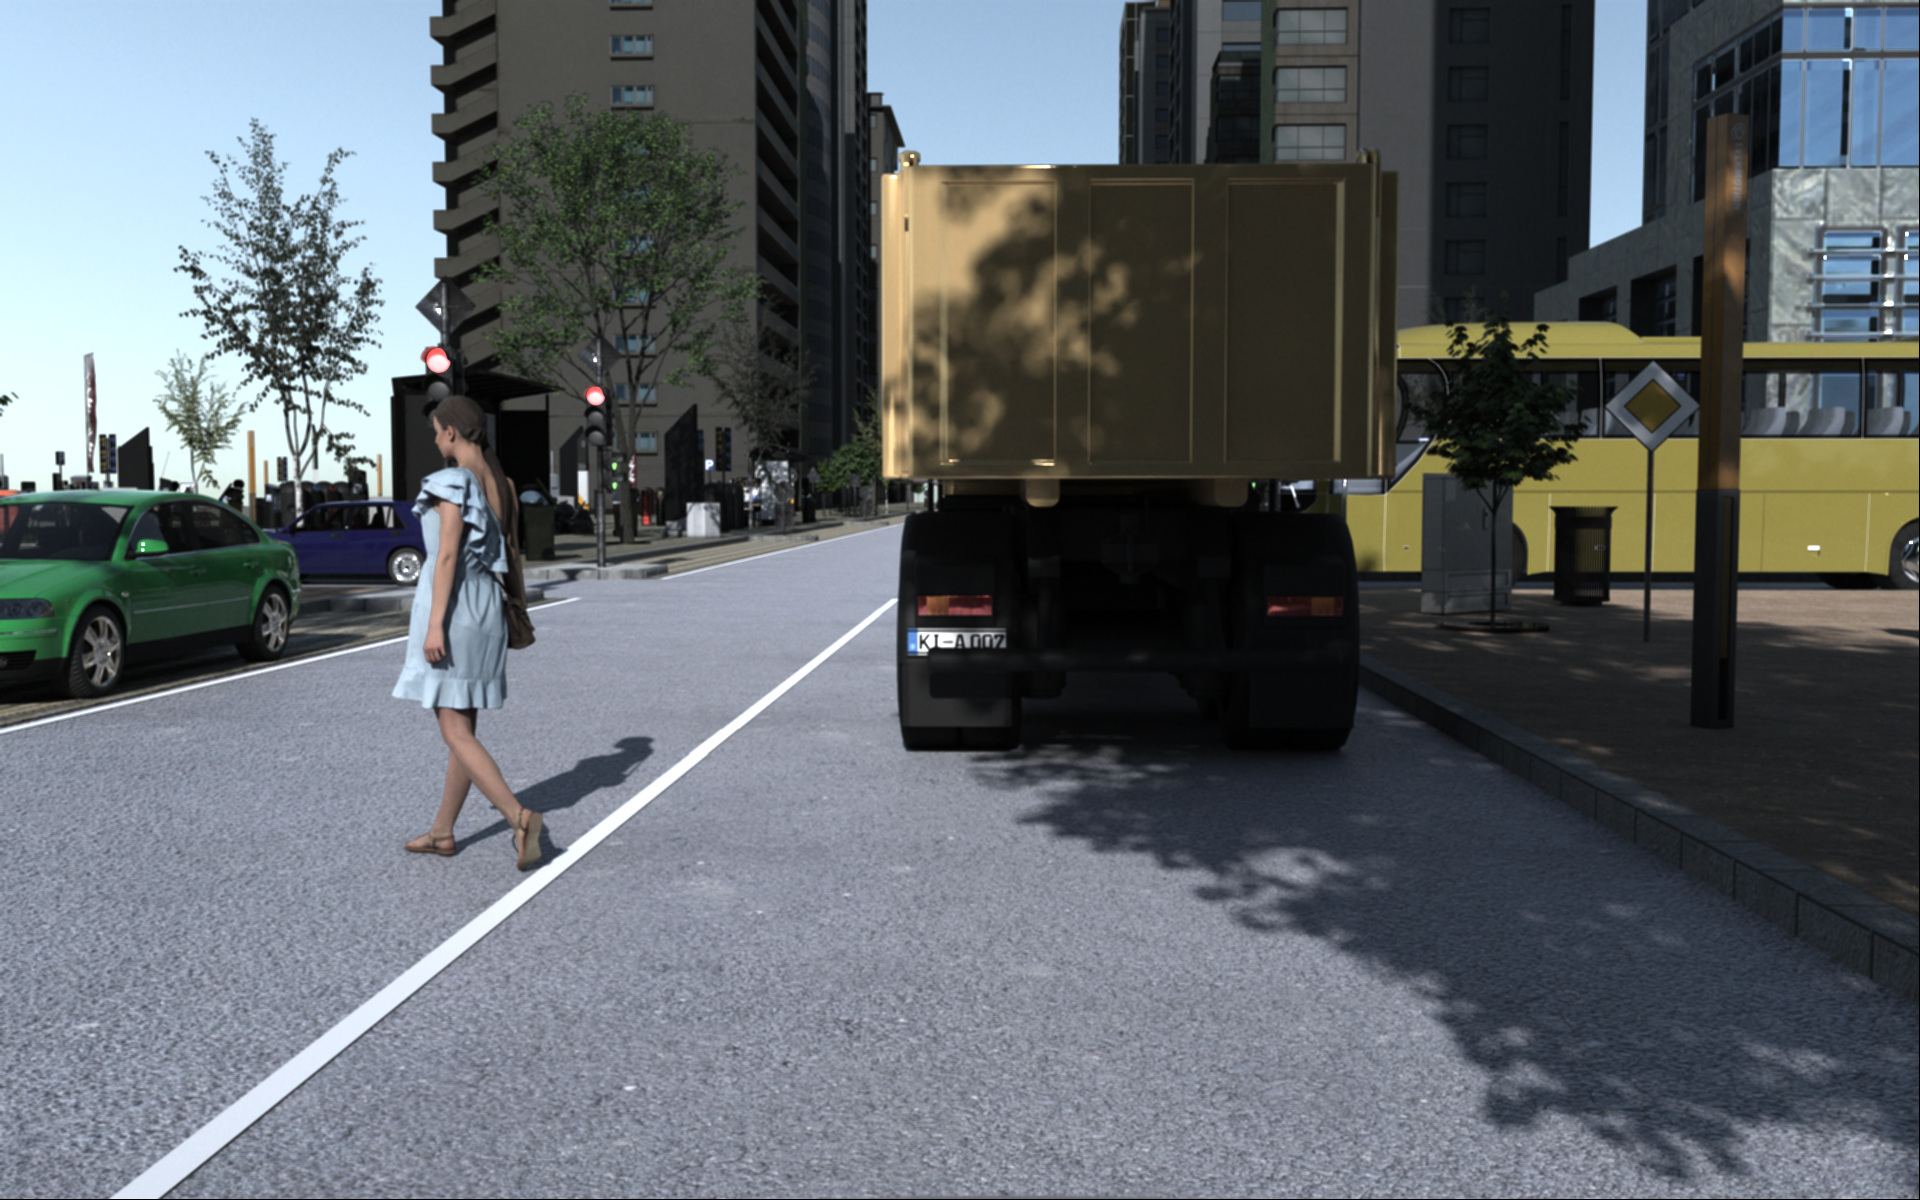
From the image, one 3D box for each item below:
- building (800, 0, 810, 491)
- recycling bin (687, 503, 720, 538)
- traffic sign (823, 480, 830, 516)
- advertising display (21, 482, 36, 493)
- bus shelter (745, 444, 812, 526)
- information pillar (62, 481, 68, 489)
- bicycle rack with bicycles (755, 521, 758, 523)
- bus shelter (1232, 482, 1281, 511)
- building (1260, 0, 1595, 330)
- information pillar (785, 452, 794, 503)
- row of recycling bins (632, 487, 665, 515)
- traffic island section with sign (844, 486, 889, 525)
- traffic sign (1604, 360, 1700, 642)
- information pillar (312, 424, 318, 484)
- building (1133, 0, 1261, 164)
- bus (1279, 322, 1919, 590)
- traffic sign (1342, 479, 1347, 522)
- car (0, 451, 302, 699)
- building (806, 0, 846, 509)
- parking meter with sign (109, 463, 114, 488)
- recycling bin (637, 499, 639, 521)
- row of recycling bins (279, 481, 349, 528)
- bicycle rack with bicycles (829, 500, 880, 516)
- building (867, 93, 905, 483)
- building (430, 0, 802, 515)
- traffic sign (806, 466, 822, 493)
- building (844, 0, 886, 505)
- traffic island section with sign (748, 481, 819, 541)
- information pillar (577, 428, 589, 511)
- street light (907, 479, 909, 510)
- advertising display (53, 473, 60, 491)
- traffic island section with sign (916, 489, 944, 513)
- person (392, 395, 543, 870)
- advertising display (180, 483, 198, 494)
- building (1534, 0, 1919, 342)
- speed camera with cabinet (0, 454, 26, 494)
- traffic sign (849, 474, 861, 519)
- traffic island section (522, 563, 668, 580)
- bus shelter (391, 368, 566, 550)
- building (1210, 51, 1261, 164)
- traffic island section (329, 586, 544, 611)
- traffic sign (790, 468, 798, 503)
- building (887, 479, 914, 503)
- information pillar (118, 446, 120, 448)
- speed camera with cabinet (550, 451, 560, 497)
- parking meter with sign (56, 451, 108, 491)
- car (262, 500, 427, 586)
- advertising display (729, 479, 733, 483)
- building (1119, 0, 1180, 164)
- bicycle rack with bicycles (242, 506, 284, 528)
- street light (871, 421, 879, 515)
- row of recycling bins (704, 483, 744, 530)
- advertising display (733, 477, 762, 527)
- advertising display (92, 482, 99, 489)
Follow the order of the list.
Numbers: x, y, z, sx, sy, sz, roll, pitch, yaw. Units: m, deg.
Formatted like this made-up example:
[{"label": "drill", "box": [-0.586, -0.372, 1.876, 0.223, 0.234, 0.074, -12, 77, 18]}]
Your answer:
[{"label": "building", "box": [-19.657, -27.636, 135.448, 14.154, 41.232, 14.086, 0, 4, 2]}, {"label": "recycling bin", "box": [-7.489, -2.326, 50.582, 0.722, 1.027, 0.722, 2, 4, 35]}, {"label": "traffic sign", "box": [-7.925, -6.132, 100.372, 0.768, 2.556, 0.104, 1, 4, 8]}, {"label": "advertising display", "box": [-48.547, -5.203, 90.286, 0.123, 1.923, 0.974, 0, 4, 7]}, {"label": "bus shelter", "box": [-7.519, -4.790, 72.237, 2.014, 3.302, 5.546, 0, 4, 2]}, {"label": "information pillar", "box": [-48.636, -5.477, 94.048, 0.304, 2.012, 0.304, 1, 4, 23]}, {"label": "bicycle rack with bicycles", "box": [-10.127, -3.812, 75.708, 2.925, 0.926, 2.852, -2, 4, -28]}, {"label": "bus shelter", "box": [6.557, -2.801, 37.083, 1.731, 3.624, 6.357, 0, 4, 2]}, {"label": "building", "box": [21.236, -24.428, 82.987, 14.154, 41.232, 14.086, 0, 4, 2]}, {"label": "information pillar", "box": [-9.476, -6.408, 96.126, 0.504, 3.616, 0.183, 0, 4, 7]}, {"label": "row of recycling bins", "box": [-18.647, -6.006, 105.305, 3.534, 1.692, 1.069, 1, 4, 19]}, {"label": "traffic island section with sign", "box": [-4.319, -4.376, 80.168, 1.989, 1.847, 2.006, 0, 4, 2]}, {"label": "traffic sign", "box": [5.959, -0.843, 14.972, 0.795, 2.450, 0.064, 1, 4, 10]}, {"label": "information pillar", "box": [-21.587, -4.076, 57.995, 0.183, 3.616, 0.504, -2, 4, -31]}, {"label": "building", "box": [31.663, -41.003, 212.397, 21.231, 58.520, 28.212, 0, 4, 2]}, {"label": "bus", "box": [10.652, -2.062, 25.262, 12.252, 3.916, 2.896, 0, 4, 1]}, {"label": "traffic sign", "box": [5.038, -1.258, 22.706, 0.606, 2.300, 0.079, 1, 4, 12]}, {"label": "car", "box": [-6.800, -0.287, 13.486, 1.959, 1.807, 4.718, 0, 4, 2]}, {"label": "building", "box": [-22.352, -37.604, 156.830, 21.231, 58.520, 28.212, 0, 4, 2]}, {"label": "parking meter with sign", "box": [-47.927, -6.197, 97.578, 0.543, 3.016, 1.738, -1, 4, -18]}, {"label": "recycling bin", "box": [-15.760, -4.270, 82.366, 0.722, 1.027, 0.722, -3, 4, -38]}, {"label": "row of recycling bins", "box": [-20.702, -2.972, 55.697, 1.069, 1.692, 3.534, 1, 4, 13]}, {"label": "bicycle rack with bicycles", "box": [-6.627, -5.525, 103.719, 2.925, 0.926, 2.852, 2, 4, 29]}, {"label": "building", "box": [-22.480, -39.338, 232.414, 28.713, 52.752, 27.495, 0, 4, 2]}, {"label": "building", "box": [-22.698, -30.129, 116.313, 21.300, 48.544, 21.600, 0, 4, 2]}, {"label": "traffic sign", "box": [-6.800, -4.902, 80.147, 0.884, 2.594, 0.081, 1, 4, 11]}, {"label": "building", "box": [-19.505, -47.061, 207.704, 20.563, 71.187, 20.611, 0, 4, 2]}, {"label": "traffic island section with sign", "box": [-5.395, -2.728, 53.234, 1.989, 1.847, 2.006, 0, 4, 2]}, {"label": "information pillar", "box": [-13.419, -4.303, 61.713, 0.504, 3.616, 0.183, 3, 4, 38]}, {"label": "street light", "box": [-4.103, -9.994, 136.194, 0.468, 5.910, 1.993, 0, 4, 2]}, {"label": "advertising display", "box": [-27.910, -2.956, 53.541, 0.123, 1.923, 0.974, -1, 4, -23]}, {"label": "traffic island section with sign", "box": [-2.305, -7.436, 130.201, 1.989, 1.847, 2.006, 0, 4, 2]}, {"label": "person", "box": [-1.875, 0.113, 6.747, 0.778, 1.811, 0.616, 2, 4, 32]}, {"label": "advertising display", "box": [-45.363, -5.914, 101.901, 0.974, 1.923, 0.123, -1, 4, -13]}, {"label": "building", "box": [32.003, -44.643, 42.584, 31.000, 86.520, 22.319, 0, 4, 2]}, {"label": "speed camera with cabinet", "box": [-47.087, -5.587, 85.679, 0.660, 3.252, 2.038, 0, 4, 6]}, {"label": "traffic sign", "box": [-5.486, -5.405, 90.494, 0.606, 2.300, 0.079, 1, 4, 9]}, {"label": "traffic island section", "box": [-6.317, -0.499, 30.435, 2.009, 0.180, 2.903, 0, 4, 2]}, {"label": "bus shelter", "box": [-9.741, -2.708, 35.553, 1.731, 3.624, 6.357, 0, 4, 2]}, {"label": "building", "box": [23.576, -21.094, 116.581, 14.160, 30.474, 14.107, 0, 4, 2]}, {"label": "traffic island section", "box": [-6.639, -0.011, 22.457, 2.009, 0.180, 2.903, 0, 4, 2]}, {"label": "traffic sign", "box": [-8.204, -5.110, 83.647, 0.768, 2.556, 0.104, 0, 4, 8]}, {"label": "building", "box": [-14.226, -29.483, 253.745, 14.160, 30.474, 14.107, 0, 4, 2]}, {"label": "information pillar", "box": [-40.519, -5.664, 83.958, 0.504, 3.616, 0.183, 0, 4, -3]}, {"label": "speed camera with cabinet", "box": [-18.559, -5.267, 80.453, 0.660, 3.252, 2.038, 2, 4, 32]}, {"label": "parking meter with sign", "box": [-36.040, -4.574, 71.047, 1.738, 3.016, 0.543, 0, 4, -1]}, {"label": "car", "box": [-9.833, -0.926, 27.727, 3.894, 1.354, 1.945, 0, 4, 3]}, {"label": "advertising display", "box": [-9.577, -4.126, 72.676, 0.123, 1.923, 0.974, -1, 4, -14]}, {"label": "building", "box": [31.584, -49.763, 251.870, 20.563, 71.187, 20.611, 0, 4, 2]}, {"label": "bicycle rack with bicycles", "box": [-21.351, -2.334, 51.538, 2.852, 0.926, 2.925, -2, 4, -31]}, {"label": "street light", "box": [-5.192, -8.216, 107.118, 0.468, 5.910, 1.993, 0, 4, 2]}, {"label": "row of recycling bins", "box": [-8.646, -3.444, 63.428, 1.069, 1.692, 3.534, 1, 4, 8]}, {"label": "advertising display", "box": [-8.201, -3.795, 67.264, 0.974, 1.923, 0.123, 0, 4, 2]}, {"label": "advertising display", "box": [-45.991, -5.311, 92.042, 0.123, 1.923, 0.974, 0, 4, -6]}]
